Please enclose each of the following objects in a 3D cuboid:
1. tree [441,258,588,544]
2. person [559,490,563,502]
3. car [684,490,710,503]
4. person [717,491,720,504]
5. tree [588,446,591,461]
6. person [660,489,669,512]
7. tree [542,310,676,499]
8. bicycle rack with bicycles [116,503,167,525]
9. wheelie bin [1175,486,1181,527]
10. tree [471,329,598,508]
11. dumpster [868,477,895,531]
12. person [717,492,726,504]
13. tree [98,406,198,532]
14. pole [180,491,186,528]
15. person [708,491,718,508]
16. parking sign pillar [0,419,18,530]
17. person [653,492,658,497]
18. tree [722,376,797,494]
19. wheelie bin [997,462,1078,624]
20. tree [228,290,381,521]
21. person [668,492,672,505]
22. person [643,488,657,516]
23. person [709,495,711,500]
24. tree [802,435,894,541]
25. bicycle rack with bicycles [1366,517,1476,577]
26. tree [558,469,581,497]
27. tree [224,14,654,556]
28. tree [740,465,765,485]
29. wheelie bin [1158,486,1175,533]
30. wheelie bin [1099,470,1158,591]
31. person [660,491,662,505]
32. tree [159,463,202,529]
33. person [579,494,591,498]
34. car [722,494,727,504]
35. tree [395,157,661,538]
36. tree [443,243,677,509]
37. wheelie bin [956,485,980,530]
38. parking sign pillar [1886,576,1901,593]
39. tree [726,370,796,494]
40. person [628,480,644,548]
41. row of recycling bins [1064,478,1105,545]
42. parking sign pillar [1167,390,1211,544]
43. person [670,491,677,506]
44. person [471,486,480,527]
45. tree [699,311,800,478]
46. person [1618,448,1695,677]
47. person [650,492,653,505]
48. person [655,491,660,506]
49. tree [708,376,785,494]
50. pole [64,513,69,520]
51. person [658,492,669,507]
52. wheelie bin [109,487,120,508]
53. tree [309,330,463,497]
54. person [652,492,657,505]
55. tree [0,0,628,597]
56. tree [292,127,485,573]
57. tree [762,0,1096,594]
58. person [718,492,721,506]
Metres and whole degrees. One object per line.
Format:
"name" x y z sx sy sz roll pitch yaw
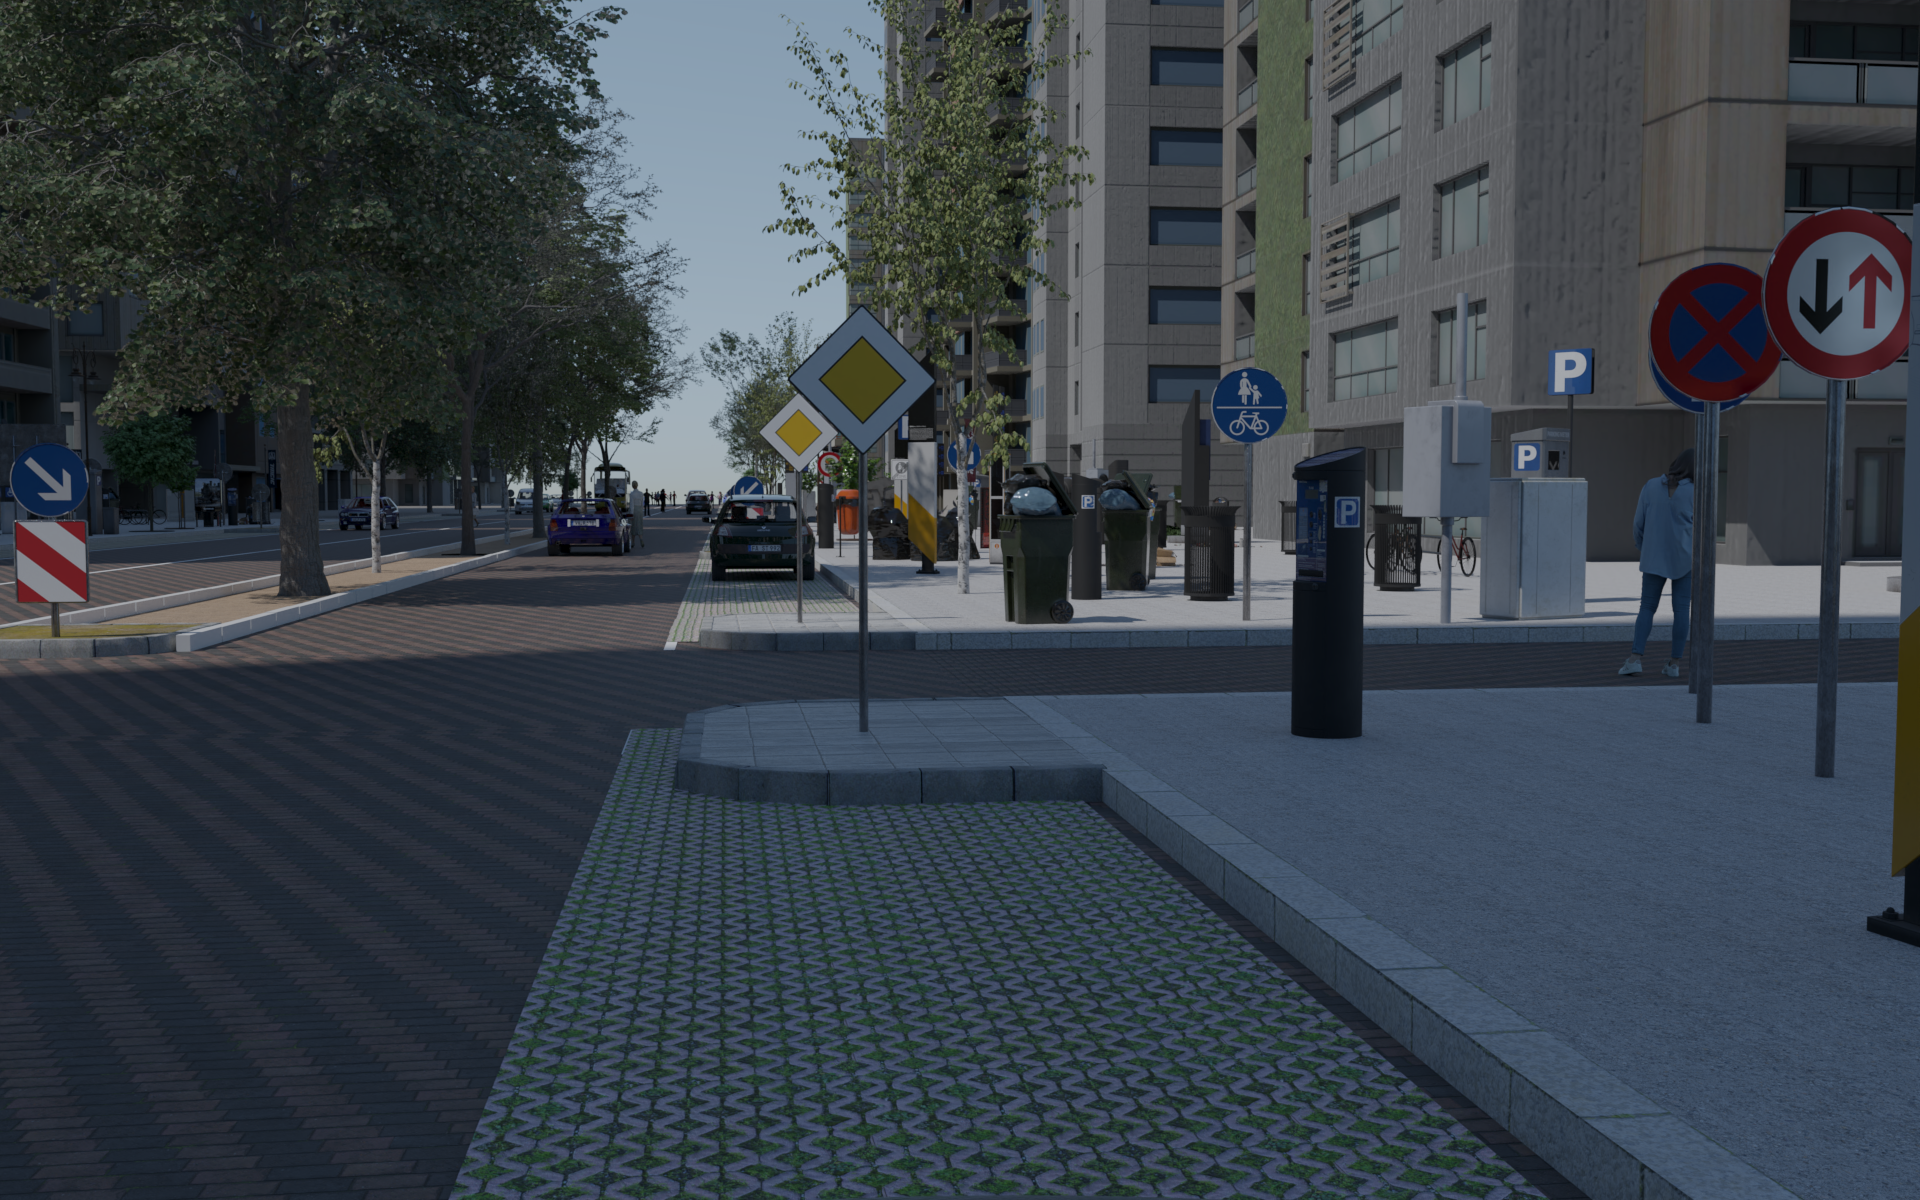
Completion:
"tree" -12.740 -5.849 48.447 4.360 8.622 3.978 0 3 0
"person" -35.293 -8.888 153.783 0.705 1.831 1.348 0 4 6
"car" -23.323 -8.868 153.656 2.281 1.827 5.304 -1 4 -9
"person" -32.925 -14.010 237.707 1.348 1.807 0.705 3 5 45
"tree" -50.700 -16.986 228.088 4.360 8.622 3.978 0 3 0
"person" -23.278 -7.821 135.997 0.705 1.869 1.348 -3 5 -40
"tree" -17.575 -9.632 85.693 9.928 11.665 9.643 0 3 0
"bicycle rack with bicycles" -34.844 -3.619 72.555 2.925 0.926 2.852 -2 4 -26
"wheelie bin" 8.216 -3.447 64.272 0.980 1.594 0.693 0 4 0
"tree" -41.811 -18.542 159.057 12.611 20.169 13.585 0 3 0
"dumpster" -2.714 -3.232 58.601 1.264 1.857 1.865 0 4 -8
"person" -30.082 -12.765 217.925 1.217 1.735 0.721 0 4 -6
"tree" -27.582 -4.608 59.055 4.285 4.588 4.351 0 3 0
"pole" -29.061 -4.333 64.693 0.158 3.312 0.155 0 3 0
"person" -24.578 -9.969 172.171 1.217 1.739 0.721 2 4 25
"parking sign pillar" -33.976 -4.476 61.655 1.447 3.967 1.447 -3 5 -42
"person" -41.177 -13.839 235.499 1.217 1.736 0.721 -2 4 -25
"tree" -17.056 -13.988 154.454 9.928 11.665 9.643 0 3 0
"wheelie bin" 0.759 -0.572 17.256 0.693 1.594 0.980 -1 4 -18
"tree" -30.811 -9.529 81.562 9.928 11.665 9.643 0 3 0
"person" -39.089 -13.729 233.648 1.217 1.739 0.721 2 4 32
"person" -20.387 -6.381 112.845 1.348 1.821 0.705 -2 4 -32
"person" -26.801 -10.655 185.940 0.599 1.433 0.991 2 4 29
"tree" -3.030 -3.245 47.663 1.663 3.219 1.824 0 3 0
"bicycle rack with bicycles" 6.818 -0.890 27.933 2.852 0.926 2.925 0 4 1
"tree" -48.691 -14.184 215.625 4.285 4.588 4.351 0 3 0
"tree" -11.477 -7.776 39.963 12.009 13.543 11.850 0 3 0
"tree" -22.820 -12.641 190.389 4.285 4.588 4.351 0 3 0
"wheelie bin" 2.598 -1.115 26.141 0.980 1.594 0.693 3 4 37
"wheelie bin" 2.222 -0.933 23.164 0.693 1.594 0.980 1 4 10
"person" -24.532 -8.180 142.924 0.721 1.739 1.217 0 4 2
"tree" -28.387 -4.190 63.115 1.663 3.219 1.824 0 3 0
"person" -32.041 -8.482 148.009 1.217 1.723 0.721 -1 4 -22
"car" -30.966 -13.619 232.266 1.945 1.707 3.694 -1 4 -9
"tree" -13.553 -8.261 55.646 7.486 12.596 7.792 0 3 0
"tree" -14.653 -7.759 63.725 8.767 10.594 7.601 0 4 -8
"wheelie bin" 0.288 -3.339 62.503 0.693 1.594 0.980 -3 4 -38
"parking sign pillar" 12.937 -2.084 22.541 1.447 3.967 1.447 1 4 9
"tree" -11.388 -9.593 107.207 4.360 8.622 3.978 0 3 0
"person" -8.621 -2.294 46.241 0.478 1.798 0.641 -2 4 -31
"row of recycling bins" 2.558 -2.336 45.313 1.069 1.692 3.534 -3 4 -38
"parking sign pillar" 6.171 -3.483 45.418 1.447 3.967 1.447 0 4 -7
"person" -33.546 -11.906 203.104 0.705 1.831 1.348 2 4 24
"person" -21.134 -4.064 75.299 0.624 1.780 0.694 -2 4 -35
"tree" -19.591 -19.700 177.991 12.611 20.169 13.585 0 3 0
"person" 5.555 -0.297 13.623 0.793 1.790 0.793 0 4 -4
"person" -40.605 -13.382 228.005 0.721 1.735 1.217 -1 4 -20
"person" -36.405 -12.262 208.964 0.705 1.826 1.348 1 4 18
"tree" -15.258 -12.344 136.233 8.767 10.594 7.601 -3 4 -36
"pole" -44.768 -5.676 86.640 0.158 3.312 0.155 0 3 0
"person" -31.637 -10.809 185.172 1.348 1.831 0.705 1 4 21
"wheelie bin" -36.442 -4.062 74.326 0.693 1.594 0.980 -2 4 -33
"tree" -33.048 -11.137 99.094 9.611 12.733 9.660 0 3 0
"person" -38.906 -12.966 221.181 1.217 1.739 0.721 0 4 -2
"tree" -9.198 -7.016 23.830 9.857 13.997 8.962 0 3 0
"tree" -10.609 -4.797 31.252 4.737 8.622 4.395 0 3 0
"tree" -0.123 -4.373 21.853 4.737 8.622 4.395 0 3 0
"person" -29.595 -12.477 213.430 0.436 1.711 0.756 -1 4 -16
